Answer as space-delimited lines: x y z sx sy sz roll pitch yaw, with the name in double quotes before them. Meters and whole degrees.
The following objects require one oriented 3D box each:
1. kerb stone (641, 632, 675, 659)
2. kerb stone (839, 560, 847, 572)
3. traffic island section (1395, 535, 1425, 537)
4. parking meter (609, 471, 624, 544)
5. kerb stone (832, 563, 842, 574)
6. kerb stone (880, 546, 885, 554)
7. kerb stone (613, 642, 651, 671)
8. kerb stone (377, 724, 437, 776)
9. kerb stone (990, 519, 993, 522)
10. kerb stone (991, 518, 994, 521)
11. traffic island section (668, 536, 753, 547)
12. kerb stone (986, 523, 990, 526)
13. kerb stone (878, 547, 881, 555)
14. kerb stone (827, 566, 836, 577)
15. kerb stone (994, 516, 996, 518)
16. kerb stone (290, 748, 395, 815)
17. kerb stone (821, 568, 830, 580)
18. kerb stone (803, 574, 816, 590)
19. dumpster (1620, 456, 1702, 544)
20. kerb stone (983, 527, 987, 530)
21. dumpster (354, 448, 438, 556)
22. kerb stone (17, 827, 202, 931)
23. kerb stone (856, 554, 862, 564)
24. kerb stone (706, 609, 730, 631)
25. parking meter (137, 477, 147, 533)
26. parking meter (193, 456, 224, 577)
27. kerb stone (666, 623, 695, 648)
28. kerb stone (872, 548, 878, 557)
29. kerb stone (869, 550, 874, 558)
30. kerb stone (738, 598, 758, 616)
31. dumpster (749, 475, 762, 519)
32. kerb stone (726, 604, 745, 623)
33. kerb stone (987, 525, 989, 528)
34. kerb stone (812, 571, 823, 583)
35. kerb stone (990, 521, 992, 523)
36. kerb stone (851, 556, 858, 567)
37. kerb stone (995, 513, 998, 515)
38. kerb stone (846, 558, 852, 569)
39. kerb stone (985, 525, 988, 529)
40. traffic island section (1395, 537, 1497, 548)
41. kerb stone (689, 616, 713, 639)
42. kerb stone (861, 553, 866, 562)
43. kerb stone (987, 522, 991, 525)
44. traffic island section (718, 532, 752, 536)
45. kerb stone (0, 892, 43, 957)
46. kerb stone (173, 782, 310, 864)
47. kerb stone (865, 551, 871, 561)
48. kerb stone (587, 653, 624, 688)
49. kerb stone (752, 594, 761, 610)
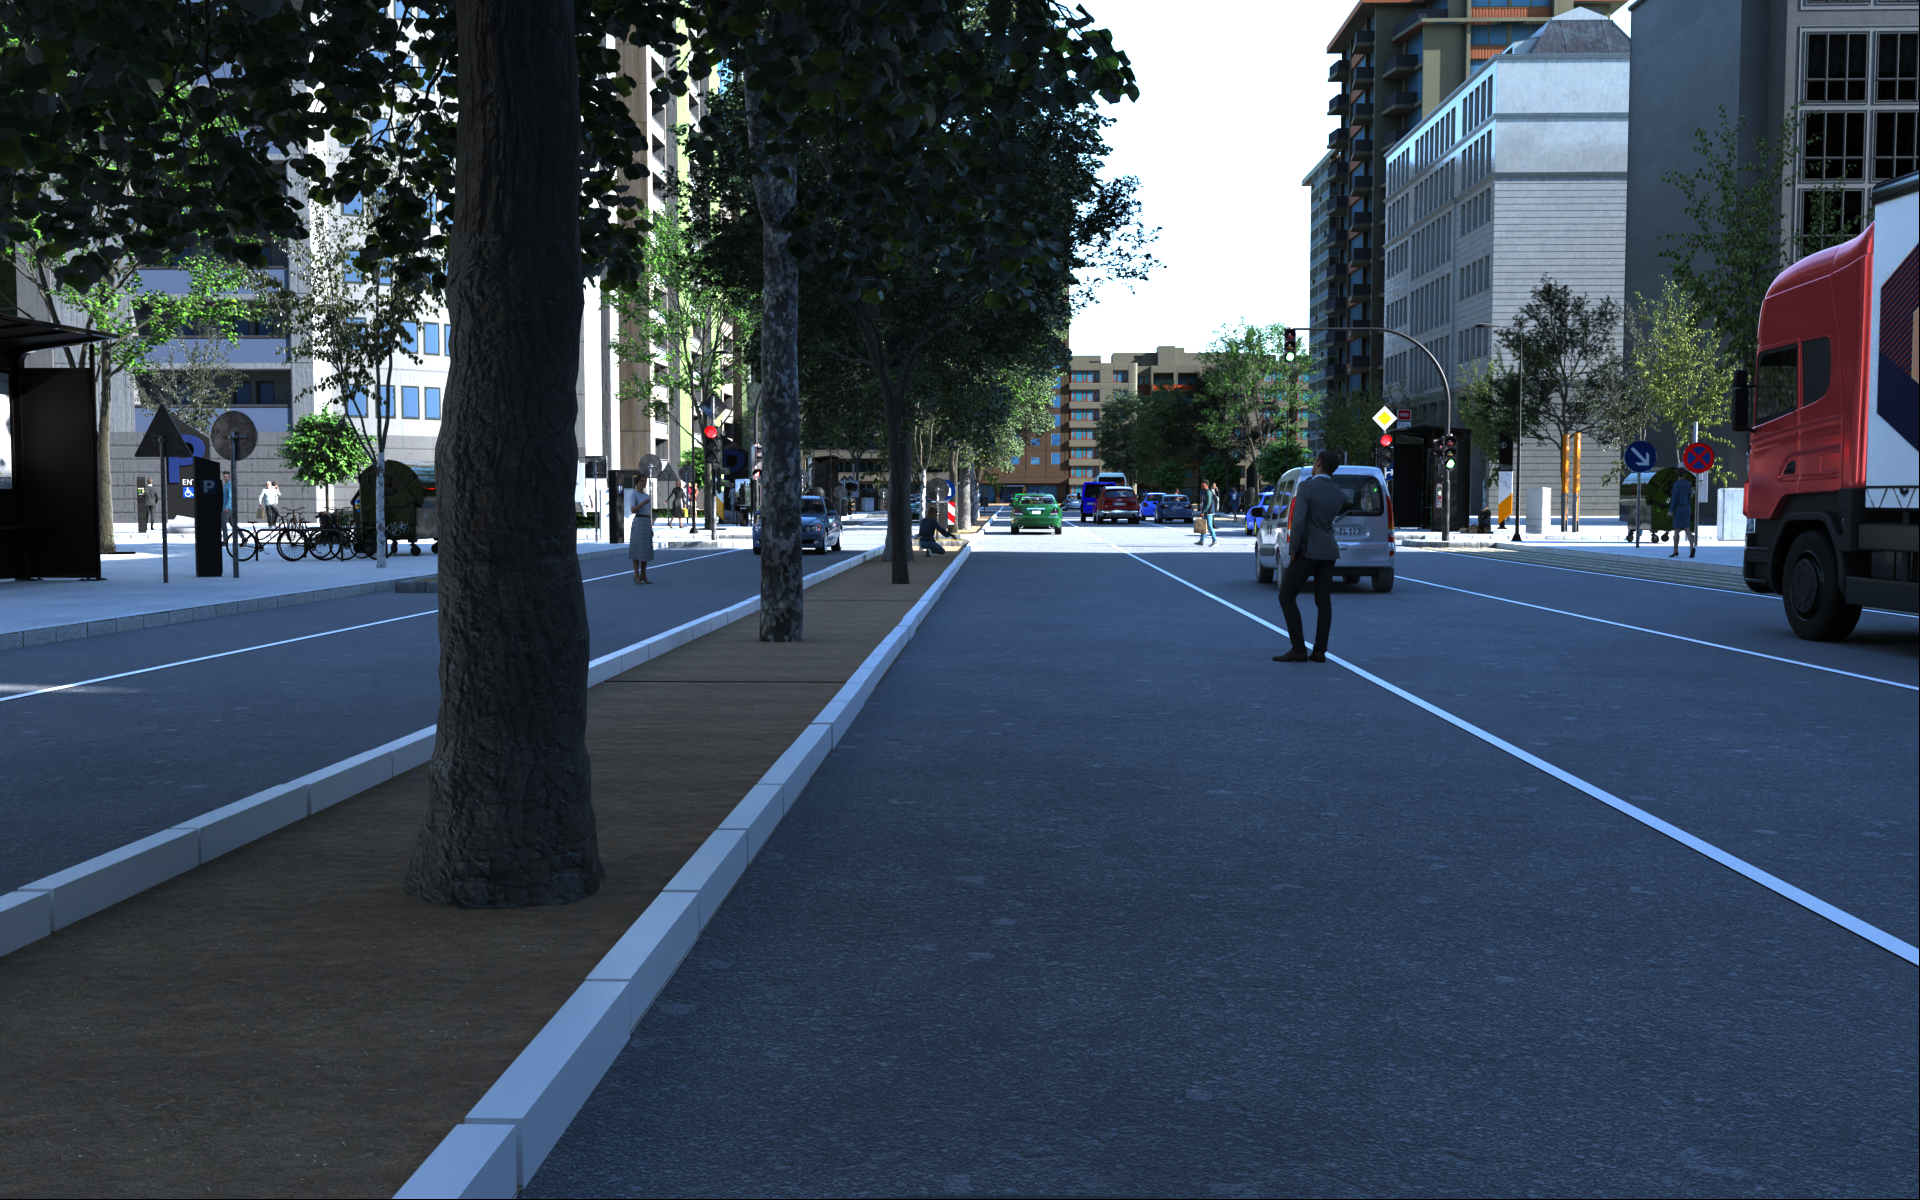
"kerb stone" -2.709 0.420 15.341 0.120 0.150 1.000 0 4 2
"kerb stone" -2.219 -0.583 31.735 0.120 0.150 1.000 0 4 2
"traffic island section" 13.536 -2.025 55.384 2.009 0.180 2.903 0 4 2
"parking meter" -8.920 -2.402 44.991 0.255 1.863 0.399 1 4 20
"kerb stone" -2.250 -0.521 30.713 0.120 0.150 1.000 0 4 2
"kerb stone" -1.931 -1.147 40.948 0.120 0.150 1.000 0 4 2
"kerb stone" -2.742 0.483 14.319 0.120 0.150 1.000 0 4 2
"kerb stone" -2.896 0.803 9.207 0.120 0.150 1.000 0 4 2
"kerb stone" 1.319 -3.498 79.390 0.120 0.150 1.000 0 4 2
"kerb stone" 1.413 -3.686 82.456 0.120 0.150 1.000 0 4 2
"traffic island section" -6.837 -1.574 48.012 2.009 0.180 2.903 0 4 2
"kerb stone" 1.010 -2.870 69.122 0.120 0.150 1.000 0 4 2
"kerb stone" -1.975 -1.084 39.921 0.120 0.150 1.000 0 4 2
"kerb stone" -2.272 -0.452 29.689 0.120 0.150 1.000 0 4 2
"kerb stone" 1.664 -4.189 90.687 0.120 0.150 1.000 0 4 2
"kerb stone" -2.924 0.861 8.185 0.120 0.150 1.000 0 4 2
"kerb stone" -2.307 -0.389 28.667 0.120 0.150 1.000 0 4 2
"kerb stone" -2.369 -0.266 26.614 0.120 0.150 1.000 0 4 2
"dumpster" 18.406 -2.629 45.479 1.502 2.255 1.985 0 4 2
"kerb stone" 0.791 -2.430 61.932 0.120 0.150 1.000 0 4 2
"dumpster" -11.732 -2.082 36.528 1.502 2.255 1.985 0 4 2
"kerb stone" -2.990 0.982 6.133 0.120 0.150 1.000 0 4 2
"kerb stone" -2.122 -0.771 34.800 0.120 0.150 1.000 0 4 2
"kerb stone" -2.616 0.231 18.415 0.120 0.150 1.000 0 4 2
"parking meter" -27.317 -3.187 57.816 0.255 1.863 0.399 -2 4 -25
"parking meter" -11.668 -1.297 26.913 0.399 1.863 0.255 -2 4 -32
"kerb stone" -2.681 0.358 16.362 0.120 0.150 1.000 0 4 2
"kerb stone" -2.000 -1.022 38.899 0.120 0.150 1.000 0 4 2
"kerb stone" -2.036 -0.956 37.873 0.120 0.150 1.000 0 4 2
"kerb stone" -2.553 0.111 20.460 0.120 0.150 1.000 0 4 2
"dumpster" -10.533 -5.190 87.349 1.502 2.255 1.985 0 4 2
"kerb stone" -2.581 0.175 19.437 0.120 0.150 1.000 0 4 2
"kerb stone" 0.925 -2.682 66.041 0.120 0.150 1.000 0 4 2
"kerb stone" -2.341 -0.333 27.643 0.120 0.150 1.000 0 4 2
"kerb stone" 1.202 -3.246 75.265 0.120 0.150 1.000 0 4 2
"kerb stone" -2.150 -0.707 33.778 0.120 0.150 1.000 0 4 2
"kerb stone" 2.005 -4.878 101.957 0.120 0.150 1.000 0 4 2
"kerb stone" -2.193 -0.646 32.756 0.120 0.150 1.000 0 4 2
"kerb stone" 0.891 -2.619 65.010 0.120 0.150 1.000 0 4 2
"traffic island section" 13.295 -1.536 47.403 2.009 0.180 2.903 0 4 2
"kerb stone" -2.648 0.294 17.385 0.120 0.150 1.000 0 4 2
"kerb stone" -2.094 -0.833 35.821 0.120 0.150 1.000 0 4 2
"kerb stone" 1.106 -3.051 72.192 0.120 0.150 1.000 0 4 2
"traffic island section" -6.597 -2.062 55.993 2.009 0.180 2.903 0 4 2
"kerb stone" -3.015 1.048 5.098 0.120 0.150 1.000 0 4 2
"kerb stone" -2.961 0.920 7.154 0.120 0.150 1.000 0 4 2
"kerb stone" -2.057 -0.896 36.845 0.120 0.150 1.000 0 4 2
"kerb stone" -2.773 0.544 13.297 0.120 0.150 1.000 0 4 2
"kerb stone" -2.524 0.044 21.491 0.120 0.150 1.000 0 4 2
